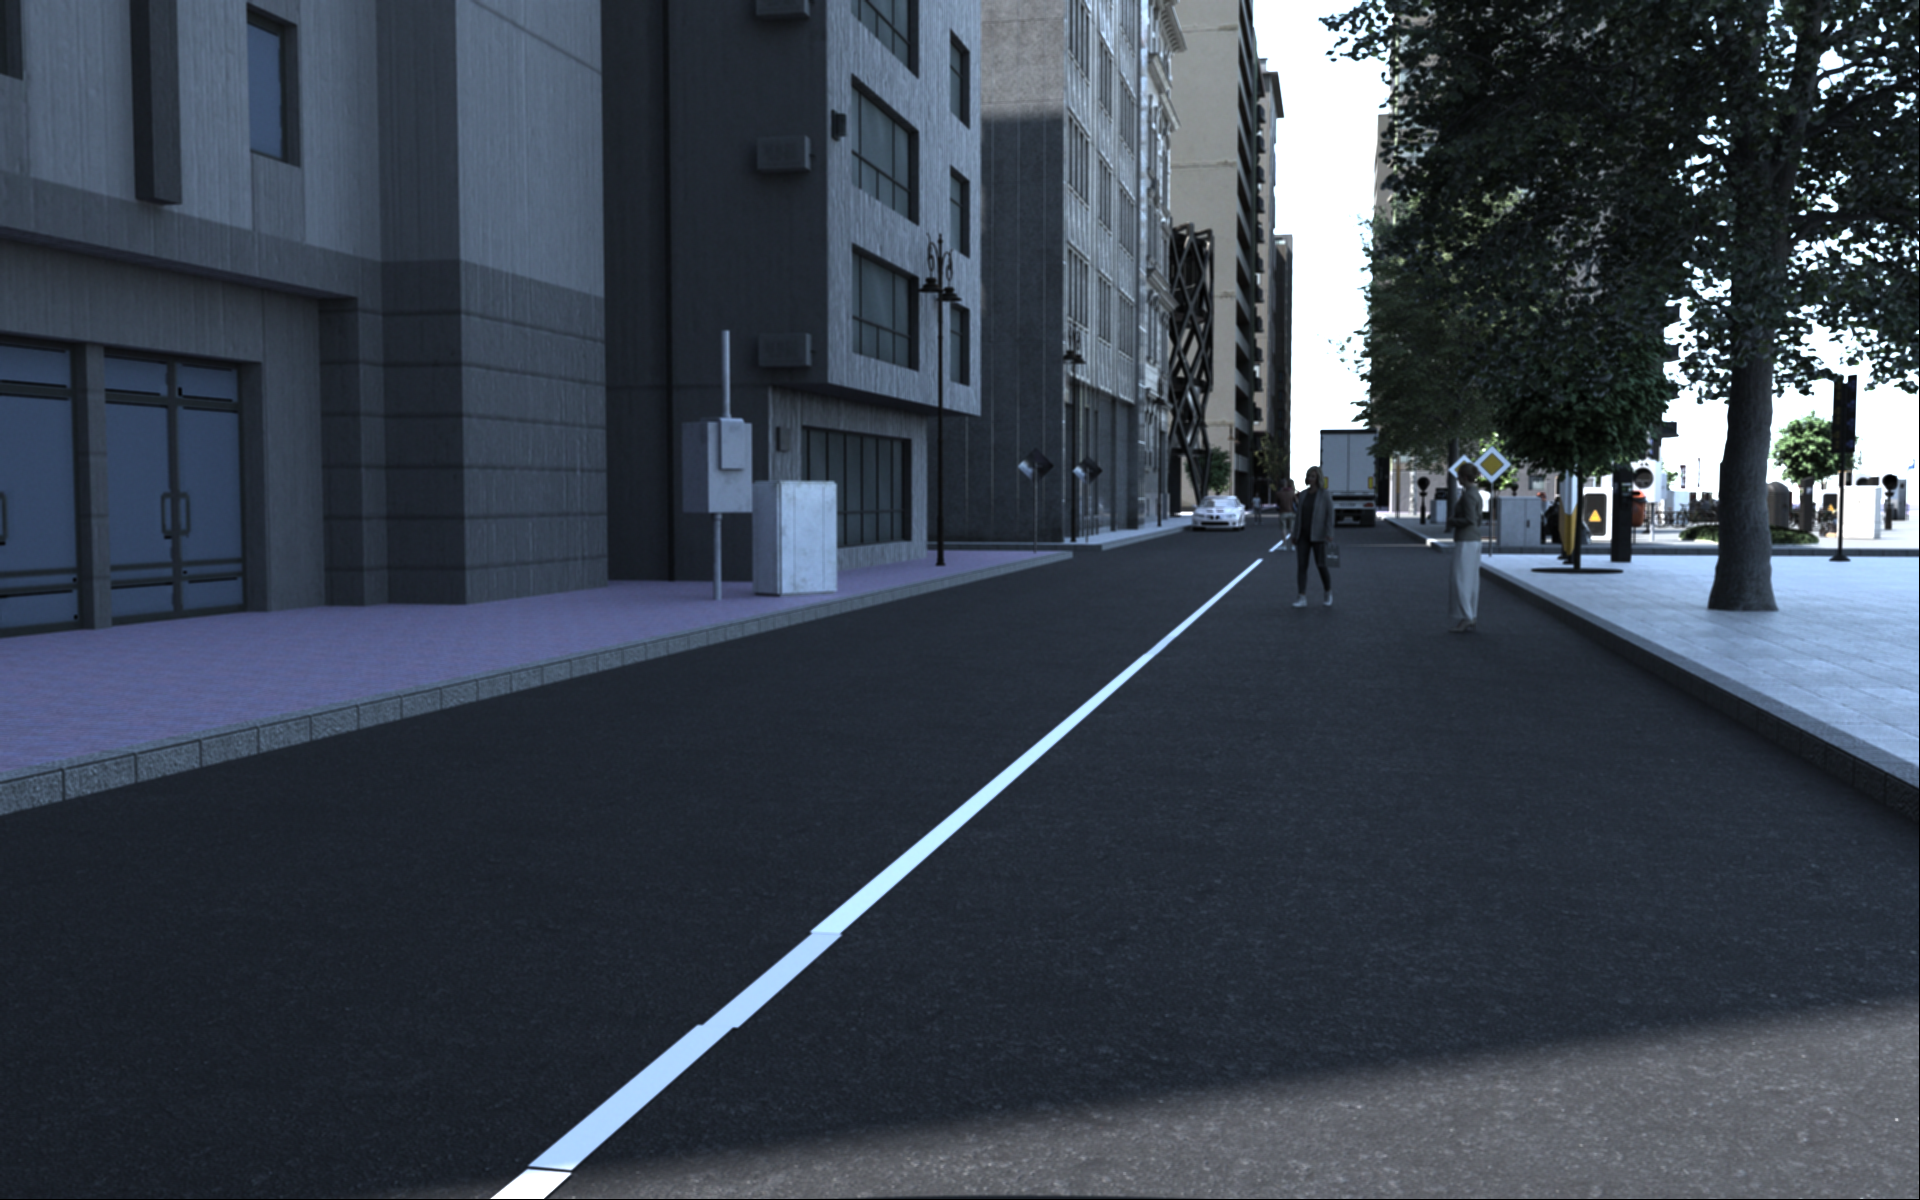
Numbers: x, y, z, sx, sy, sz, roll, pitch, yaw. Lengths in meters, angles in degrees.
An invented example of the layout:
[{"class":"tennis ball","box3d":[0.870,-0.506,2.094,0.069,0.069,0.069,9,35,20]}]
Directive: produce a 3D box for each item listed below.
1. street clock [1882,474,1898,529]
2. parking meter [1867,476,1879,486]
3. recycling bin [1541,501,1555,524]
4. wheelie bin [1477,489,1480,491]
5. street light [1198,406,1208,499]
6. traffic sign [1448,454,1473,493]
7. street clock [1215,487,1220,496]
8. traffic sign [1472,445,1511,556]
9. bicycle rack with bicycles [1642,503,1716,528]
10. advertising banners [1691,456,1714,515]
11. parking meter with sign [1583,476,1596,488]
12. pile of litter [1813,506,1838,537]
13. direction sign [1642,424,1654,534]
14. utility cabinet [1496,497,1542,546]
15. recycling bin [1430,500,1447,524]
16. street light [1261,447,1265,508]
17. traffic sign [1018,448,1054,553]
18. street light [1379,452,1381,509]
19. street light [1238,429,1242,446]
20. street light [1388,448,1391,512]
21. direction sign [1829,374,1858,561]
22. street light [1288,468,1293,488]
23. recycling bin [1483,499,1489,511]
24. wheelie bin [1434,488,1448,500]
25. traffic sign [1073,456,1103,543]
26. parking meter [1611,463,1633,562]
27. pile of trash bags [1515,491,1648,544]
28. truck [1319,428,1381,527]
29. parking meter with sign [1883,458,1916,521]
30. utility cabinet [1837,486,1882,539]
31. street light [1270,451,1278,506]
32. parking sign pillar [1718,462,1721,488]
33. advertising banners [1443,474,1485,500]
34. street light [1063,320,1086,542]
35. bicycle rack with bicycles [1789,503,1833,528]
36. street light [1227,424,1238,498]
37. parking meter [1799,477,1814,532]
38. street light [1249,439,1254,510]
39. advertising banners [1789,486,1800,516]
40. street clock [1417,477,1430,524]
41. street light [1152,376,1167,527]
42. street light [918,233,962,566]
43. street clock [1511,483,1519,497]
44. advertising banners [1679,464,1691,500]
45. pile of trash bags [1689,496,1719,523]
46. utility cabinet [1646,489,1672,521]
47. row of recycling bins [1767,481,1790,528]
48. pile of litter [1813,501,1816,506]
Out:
[{"class":"street clock","box3d":[33.771,-3.571,62.954,0.471,2.002,0.358,1,4,12]},{"class":"parking meter","box3d":[29.868,-3.118,56.698,0.255,1.863,0.399,0,4,5]},{"class":"recycling bin","box3d":[21.091,-3.068,62.722,0.722,1.027,0.722,-3,5,-44]},{"class":"wheelie bin","box3d":[33.972,-6.521,114.521,0.980,1.594,0.693,0,4,6]},{"class":"street light","box3d":[12.698,-7.205,90.584,0.468,5.910,1.993,1,4,12]},{"class":"traffic sign","box3d":[12.611,-2.431,43.386,0.795,2.450,0.064,1,4,12]},{"class":"street clock","box3d":[16.563,-6.534,111.402,0.358,2.002,0.471,1,4,13]},{"class":"traffic sign","box3d":[10.911,-1.954,35.583,0.795,2.450,0.064,1,4,12]},{"class":"bicycle rack with bicycles","box3d":[27.488,-3.217,65.981,2.852,0.926,2.925,-2,4,-27]},{"class":"advertising banners","box3d":[34.980,-5.210,81.372,0.090,3.025,2.074,3,5,45]},{"class":"parking meter with sign","box3d":[27.187,-4.825,75.153,1.738,3.016,0.543,2,4,31]},{"class":"pile of litter","box3d":[26.649,-2.331,52.085,1.719,0.858,1.176,0,4,4]},{"class":"direction sign","box3d":[22.312,-3.919,56.079,0.379,3.537,0.876,1,4,8]},{"class":"utility cabinet","box3d":[13.806,-1.934,42.787,1.020,1.237,0.306,0,4,0]},{"class":"recycling bin","box3d":[20.929,-3.843,75.385,0.722,1.027,0.722,0,4,-6]},{"class":"street light","box3d":[28.907,-11.772,165.262,0.468,5.910,1.993,1,4,12]},{"class":"traffic sign","box3d":[1.638,-2.078,37.617,0.795,2.450,0.064,1,4,12]},{"class":"street light","box3d":[35.277,-10.552,145.313,0.468,5.910,1.993,1,4,12]},{"class":"street light","box3d":[19.296,-9.033,120.479,0.468,5.910,1.993,1,4,12]},{"class":"street light","box3d":[30.568,-9.198,123.176,0.468,5.910,1.993,1,4,12]},{"class":"direction sign","box3d":[16.854,-2.512,33.072,0.379,3.537,0.876,0,4,1]},{"class":"street light","box3d":[51.745,-18.146,269.469,0.468,5.910,1.993,1,4,12]},{"class":"recycling bin","box3d":[27.086,-4.661,88.757,0.722,1.027,0.722,0,4,3]},{"class":"wheelie bin","box3d":[24.950,-4.998,89.627,0.980,1.594,0.693,2,4,34]},{"class":"traffic sign","box3d":[3.338,-2.555,45.420,0.795,2.450,0.064,1,4,12]},{"class":"parking meter","box3d":[12.493,-1.650,32.683,0.255,1.863,0.399,0,4,-3]},{"class":"pile of trash bags","box3d":[15.961,-2.147,44.859,3.447,1.369,1.912,2,4,24]},{"class":"truck","box3d":[17.881,-5.536,79.431,2.839,4.237,11.283,1,4,13]},{"class":"parking meter with sign","box3d":[45.535,-5.369,84.048,1.738,3.016,0.543,-2,4,-29]},{"class":"utility cabinet","box3d":[25.756,-2.504,49.619,0.318,1.500,1.173,-2,4,-26]},{"class":"street light","box3d":[33.779,-13.124,187.364,0.468,5.910,1.993,1,4,12]},{"class":"parking sign pillar","box3d":[44.838,-6.865,100.709,1.447,3.967,1.447,-3,5,-41]},{"class":"advertising banners","box3d":[22.182,-4.872,75.848,2.074,3.025,0.090,0,4,-2]},{"class":"street light","box3d":[3.031,-4.484,46.108,0.468,5.910,1.993,1,4,12]},{"class":"bicycle rack with bicycles","box3d":[35.135,-3.601,72.263,2.852,0.926,2.925,1,4,22]},{"class":"street light","box3d":[17.610,-8.556,112.677,0.468,5.910,1.993,1,4,12]},{"class":"parking meter","box3d":[28.552,-3.226,58.450,0.399,1.863,0.255,-1,4,-9]},{"class":"street light","box3d":[24.041,-10.399,142.803,0.468,5.910,1.993,1,4,12]},{"class":"advertising banners","box3d":[40.496,-5.416,84.732,0.090,3.025,2.074,-2,4,-32]},{"class":"street clock","box3d":[19.640,-4.212,73.431,0.471,2.002,0.358,0,4,4]},{"class":"street light","box3d":[7.879,-5.840,68.275,0.468,5.910,1.993,1,4,12]},{"class":"street light","box3d":[-0.349,-3.555,30.913,0.468,5.910,1.993,1,4,12]},{"class":"street clock","box3d":[36.516,-6.700,114.111,0.471,2.002,0.358,0,4,0]},{"class":"advertising banners","box3d":[42.914,-6.428,101.283,2.074,3.025,0.090,-1,4,-12]},{"class":"pile of trash bags","box3d":[37.960,-4.705,86.672,3.447,1.369,1.912,2,4,23]},{"class":"utility cabinet","box3d":[33.126,-4.489,82.080,0.318,1.500,1.173,-2,4,-32]},{"class":"row of recycling bins","box3d":[26.310,-3.057,57.099,1.069,1.692,3.534,0,4,5]},{"class":"pile of litter","box3d":[53.336,-5.718,107.450,1.719,0.858,1.176,-2,4,-27]}]
